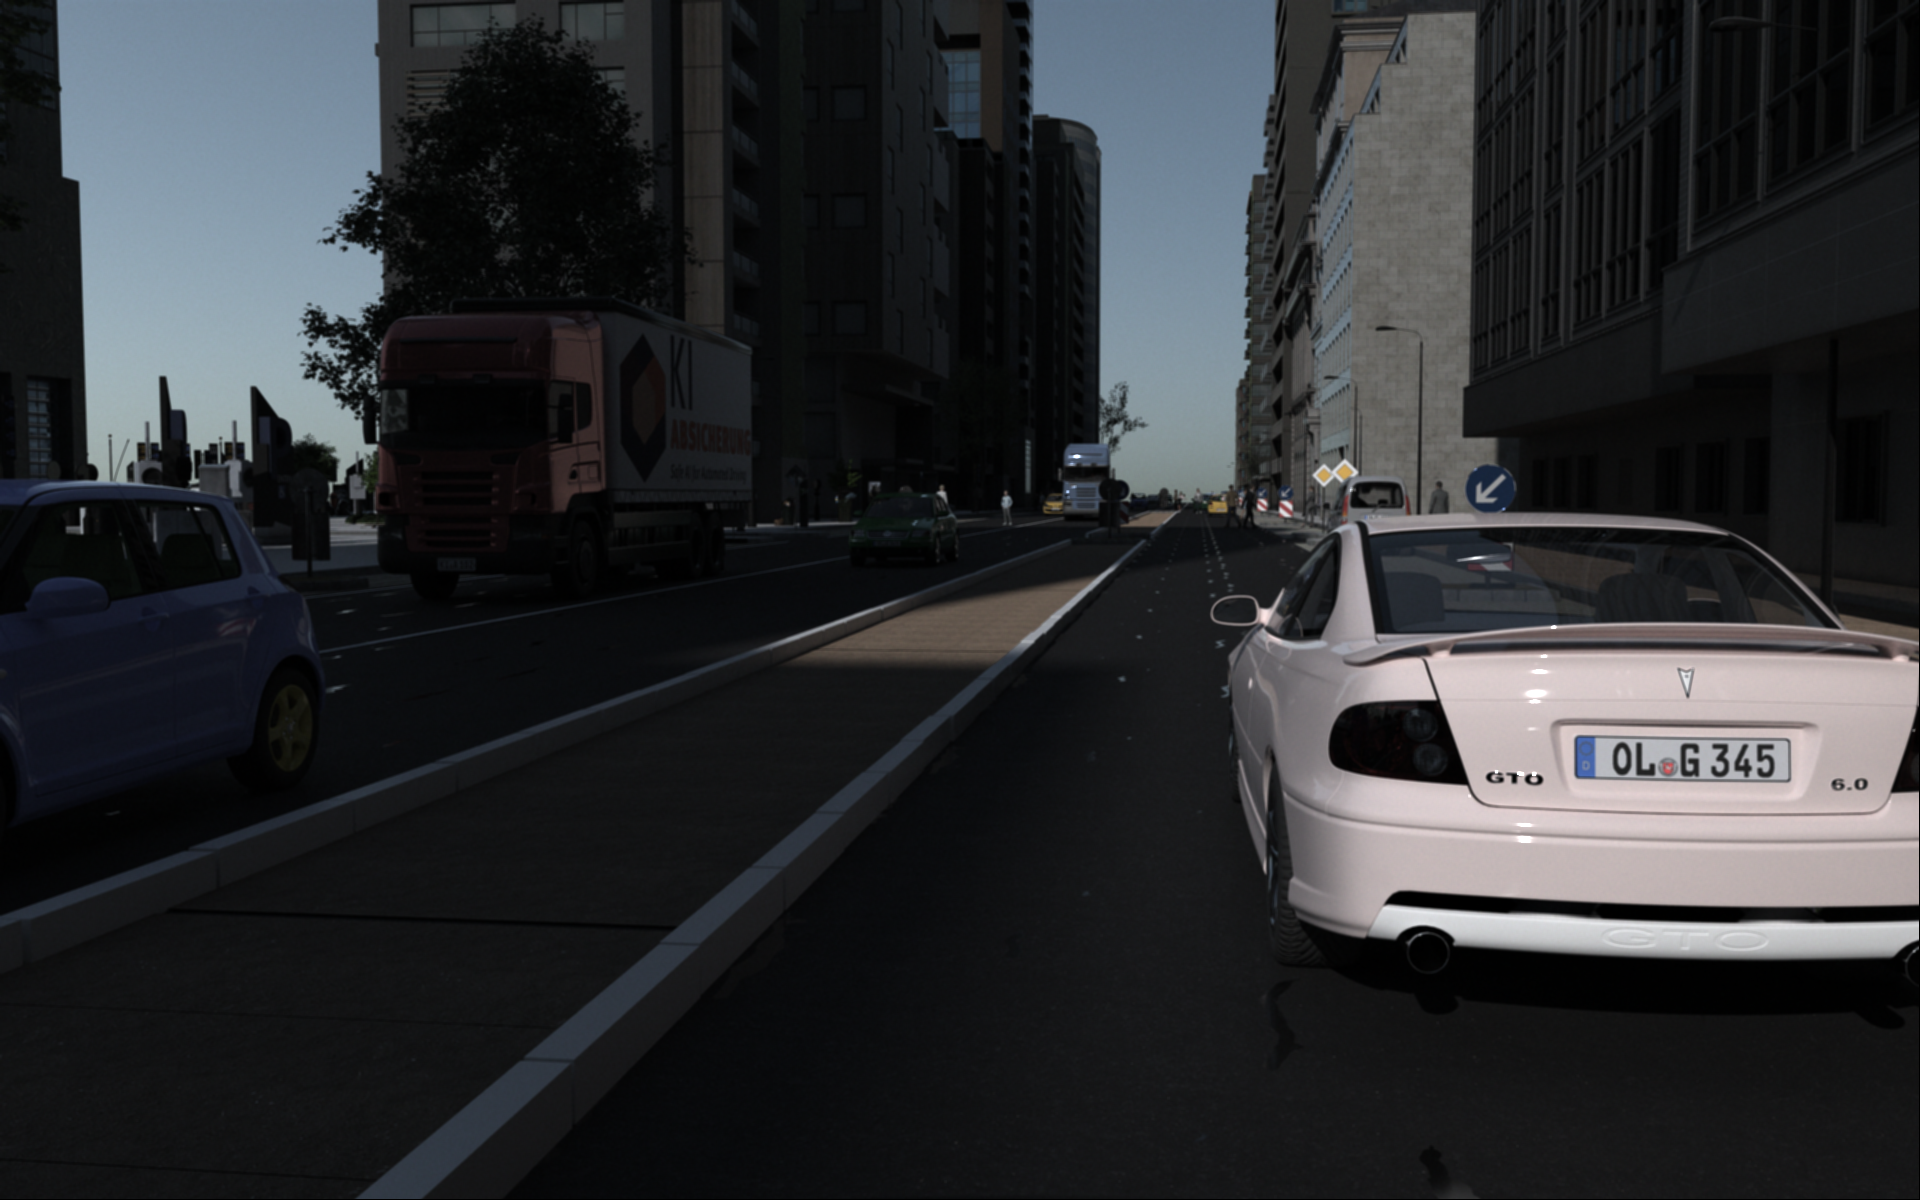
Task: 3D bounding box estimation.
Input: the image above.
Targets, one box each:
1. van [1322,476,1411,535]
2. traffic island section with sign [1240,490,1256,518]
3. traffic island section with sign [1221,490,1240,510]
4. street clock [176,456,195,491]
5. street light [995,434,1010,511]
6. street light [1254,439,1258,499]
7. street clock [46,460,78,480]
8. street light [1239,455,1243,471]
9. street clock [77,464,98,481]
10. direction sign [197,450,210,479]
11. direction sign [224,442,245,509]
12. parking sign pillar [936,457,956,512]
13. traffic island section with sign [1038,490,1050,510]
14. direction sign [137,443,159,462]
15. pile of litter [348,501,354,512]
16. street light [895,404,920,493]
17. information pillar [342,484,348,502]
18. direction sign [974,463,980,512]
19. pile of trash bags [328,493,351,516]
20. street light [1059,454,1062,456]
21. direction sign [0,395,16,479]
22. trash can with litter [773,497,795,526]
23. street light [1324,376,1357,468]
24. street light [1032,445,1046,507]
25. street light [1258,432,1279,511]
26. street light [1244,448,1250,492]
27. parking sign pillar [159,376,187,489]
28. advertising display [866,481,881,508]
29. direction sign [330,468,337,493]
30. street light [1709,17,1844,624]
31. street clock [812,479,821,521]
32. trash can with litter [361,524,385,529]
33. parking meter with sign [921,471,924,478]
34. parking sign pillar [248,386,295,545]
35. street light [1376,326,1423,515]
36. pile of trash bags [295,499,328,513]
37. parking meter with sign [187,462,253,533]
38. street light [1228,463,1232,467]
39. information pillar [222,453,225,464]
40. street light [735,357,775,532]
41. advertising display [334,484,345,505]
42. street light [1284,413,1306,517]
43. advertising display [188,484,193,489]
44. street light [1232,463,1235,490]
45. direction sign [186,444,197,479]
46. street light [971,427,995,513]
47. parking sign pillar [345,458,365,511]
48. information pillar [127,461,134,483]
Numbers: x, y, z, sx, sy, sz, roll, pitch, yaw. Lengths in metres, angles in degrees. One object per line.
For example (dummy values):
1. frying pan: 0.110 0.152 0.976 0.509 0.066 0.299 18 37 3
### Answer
1. van: 9.617 -2.070 40.852 2.013 2.044 4.112 0 4 7
2. traffic island section with sign: 18.213 -5.906 105.196 1.989 1.847 2.006 0 4 8
3. traffic island section with sign: 28.736 -10.601 181.951 1.989 1.847 2.006 0 4 8
4. street clock: -14.834 -1.748 33.153 0.358 2.002 0.471 -2 4 -30
5. street light: 3.381 -9.915 134.655 1.470 5.913 1.316 0 4 8
6. street light: 25.403 -10.531 144.716 1.470 5.913 1.316 0 4 8
7. street clock: -19.383 -2.000 37.267 0.471 2.002 0.358 2 4 26
8. street light: 33.865 -14.301 206.357 1.470 5.913 1.316 0 4 8
9. street clock: -20.857 -2.254 41.423 0.471 2.002 0.358 1 4 21
10. direction sign: -38.986 -5.948 89.252 0.379 3.537 0.876 3 5 40
11. direction sign: -31.656 -5.118 75.672 0.379 3.537 0.876 3 5 42
12. parking sign pillar: -1.027 -8.355 125.084 1.447 3.967 1.447 -1 4 -17
13. traffic island section with sign: 7.942 -9.100 157.410 1.989 1.847 2.006 0 4 8
14. direction sign: -35.741 -5.159 76.345 0.876 3.537 0.379 -3 4 -37
15. pile of litter: -44.728 -6.888 126.584 1.719 0.858 1.176 1 4 16
16. street light: -2.771 -7.154 89.515 1.470 5.913 1.316 0 4 8
17. information pillar: -42.916 -7.118 120.870 0.304 2.012 0.304 3 4 38
18. direction sign: 1.211 -8.139 125.069 0.379 3.537 0.876 -2 4 -33
19. pile of trash bags: -36.985 -5.656 102.231 1.912 1.369 3.447 -1 4 -20
20. street light: 11.780 -13.703 196.585 1.470 5.913 1.316 0 4 8
21. direction sign: -21.854 -2.907 39.520 0.379 3.537 0.876 1 4 11
22. trash can with litter: -7.155 -3.600 70.248 1.055 1.170 0.624 2 4 35
23. street light: 14.995 -5.846 68.126 1.470 5.913 1.316 0 4 8
24. street light: 7.524 -11.801 165.487 1.470 5.913 1.316 0 4 8
25. street light: 23.320 -9.617 129.785 1.470 5.913 1.316 0 4 8
26. street light: 29.674 -12.415 175.531 1.470 5.913 1.316 0 4 8
27. parking sign pillar: -18.305 -3.173 40.343 1.447 3.967 1.447 -1 4 -19
28. advertising display: -4.174 -4.806 83.796 0.123 1.923 0.974 3 5 39
29. direction sign: -39.879 -7.234 110.265 0.379 3.537 0.876 0 4 7
30. street light: 8.004 -2.718 16.985 1.470 5.913 1.316 0 4 8
31. street clock: -6.906 -4.835 83.626 0.358 2.002 0.471 -2 4 -35
32. trash can with litter: -21.502 -3.310 65.169 2.233 1.210 1.678 2 4 24
33. parking meter with sign: -3.315 -8.178 129.975 0.543 3.016 1.738 1 4 22
34. parking sign pillar: -17.432 -3.395 43.984 1.447 3.967 1.447 0 4 7
35. street light: 12.188 -4.614 47.984 1.470 5.913 1.316 0 4 8
36. pile of trash bags: -34.748 -4.870 89.381 3.447 1.369 1.912 2 4 26
37. parking meter with sign: -19.049 -2.937 44.273 1.738 3.016 0.543 -1 4 -14
38. street light: 40.873 -17.394 256.932 1.470 5.913 1.316 0 4 8
39. information pillar: -40.793 -6.407 96.105 0.183 3.616 0.504 1 4 18
40. street light: -6.932 -5.269 58.685 1.470 5.913 1.316 0 4 8
41. advertising display: -41.862 -6.824 116.793 0.123 1.923 0.974 2 4 30
42. street light: 19.177 -7.732 98.953 1.470 5.913 1.316 0 4 8
43. advertising display: -49.295 -6.490 111.328 0.974 1.923 0.123 3 4 37
44. street light: 36.613 -15.509 226.115 1.470 5.913 1.316 0 4 8
45. direction sign: -34.893 -5.243 77.713 0.876 3.537 0.379 1 4 14
46. street light: 1.478 -9.039 120.333 1.470 5.913 1.316 0 4 8
47. parking sign pillar: -45.500 -8.663 130.119 1.447 3.967 1.447 -3 5 -43
48. information pillar: -58.464 -8.000 122.152 0.504 3.616 0.183 0 4 6
